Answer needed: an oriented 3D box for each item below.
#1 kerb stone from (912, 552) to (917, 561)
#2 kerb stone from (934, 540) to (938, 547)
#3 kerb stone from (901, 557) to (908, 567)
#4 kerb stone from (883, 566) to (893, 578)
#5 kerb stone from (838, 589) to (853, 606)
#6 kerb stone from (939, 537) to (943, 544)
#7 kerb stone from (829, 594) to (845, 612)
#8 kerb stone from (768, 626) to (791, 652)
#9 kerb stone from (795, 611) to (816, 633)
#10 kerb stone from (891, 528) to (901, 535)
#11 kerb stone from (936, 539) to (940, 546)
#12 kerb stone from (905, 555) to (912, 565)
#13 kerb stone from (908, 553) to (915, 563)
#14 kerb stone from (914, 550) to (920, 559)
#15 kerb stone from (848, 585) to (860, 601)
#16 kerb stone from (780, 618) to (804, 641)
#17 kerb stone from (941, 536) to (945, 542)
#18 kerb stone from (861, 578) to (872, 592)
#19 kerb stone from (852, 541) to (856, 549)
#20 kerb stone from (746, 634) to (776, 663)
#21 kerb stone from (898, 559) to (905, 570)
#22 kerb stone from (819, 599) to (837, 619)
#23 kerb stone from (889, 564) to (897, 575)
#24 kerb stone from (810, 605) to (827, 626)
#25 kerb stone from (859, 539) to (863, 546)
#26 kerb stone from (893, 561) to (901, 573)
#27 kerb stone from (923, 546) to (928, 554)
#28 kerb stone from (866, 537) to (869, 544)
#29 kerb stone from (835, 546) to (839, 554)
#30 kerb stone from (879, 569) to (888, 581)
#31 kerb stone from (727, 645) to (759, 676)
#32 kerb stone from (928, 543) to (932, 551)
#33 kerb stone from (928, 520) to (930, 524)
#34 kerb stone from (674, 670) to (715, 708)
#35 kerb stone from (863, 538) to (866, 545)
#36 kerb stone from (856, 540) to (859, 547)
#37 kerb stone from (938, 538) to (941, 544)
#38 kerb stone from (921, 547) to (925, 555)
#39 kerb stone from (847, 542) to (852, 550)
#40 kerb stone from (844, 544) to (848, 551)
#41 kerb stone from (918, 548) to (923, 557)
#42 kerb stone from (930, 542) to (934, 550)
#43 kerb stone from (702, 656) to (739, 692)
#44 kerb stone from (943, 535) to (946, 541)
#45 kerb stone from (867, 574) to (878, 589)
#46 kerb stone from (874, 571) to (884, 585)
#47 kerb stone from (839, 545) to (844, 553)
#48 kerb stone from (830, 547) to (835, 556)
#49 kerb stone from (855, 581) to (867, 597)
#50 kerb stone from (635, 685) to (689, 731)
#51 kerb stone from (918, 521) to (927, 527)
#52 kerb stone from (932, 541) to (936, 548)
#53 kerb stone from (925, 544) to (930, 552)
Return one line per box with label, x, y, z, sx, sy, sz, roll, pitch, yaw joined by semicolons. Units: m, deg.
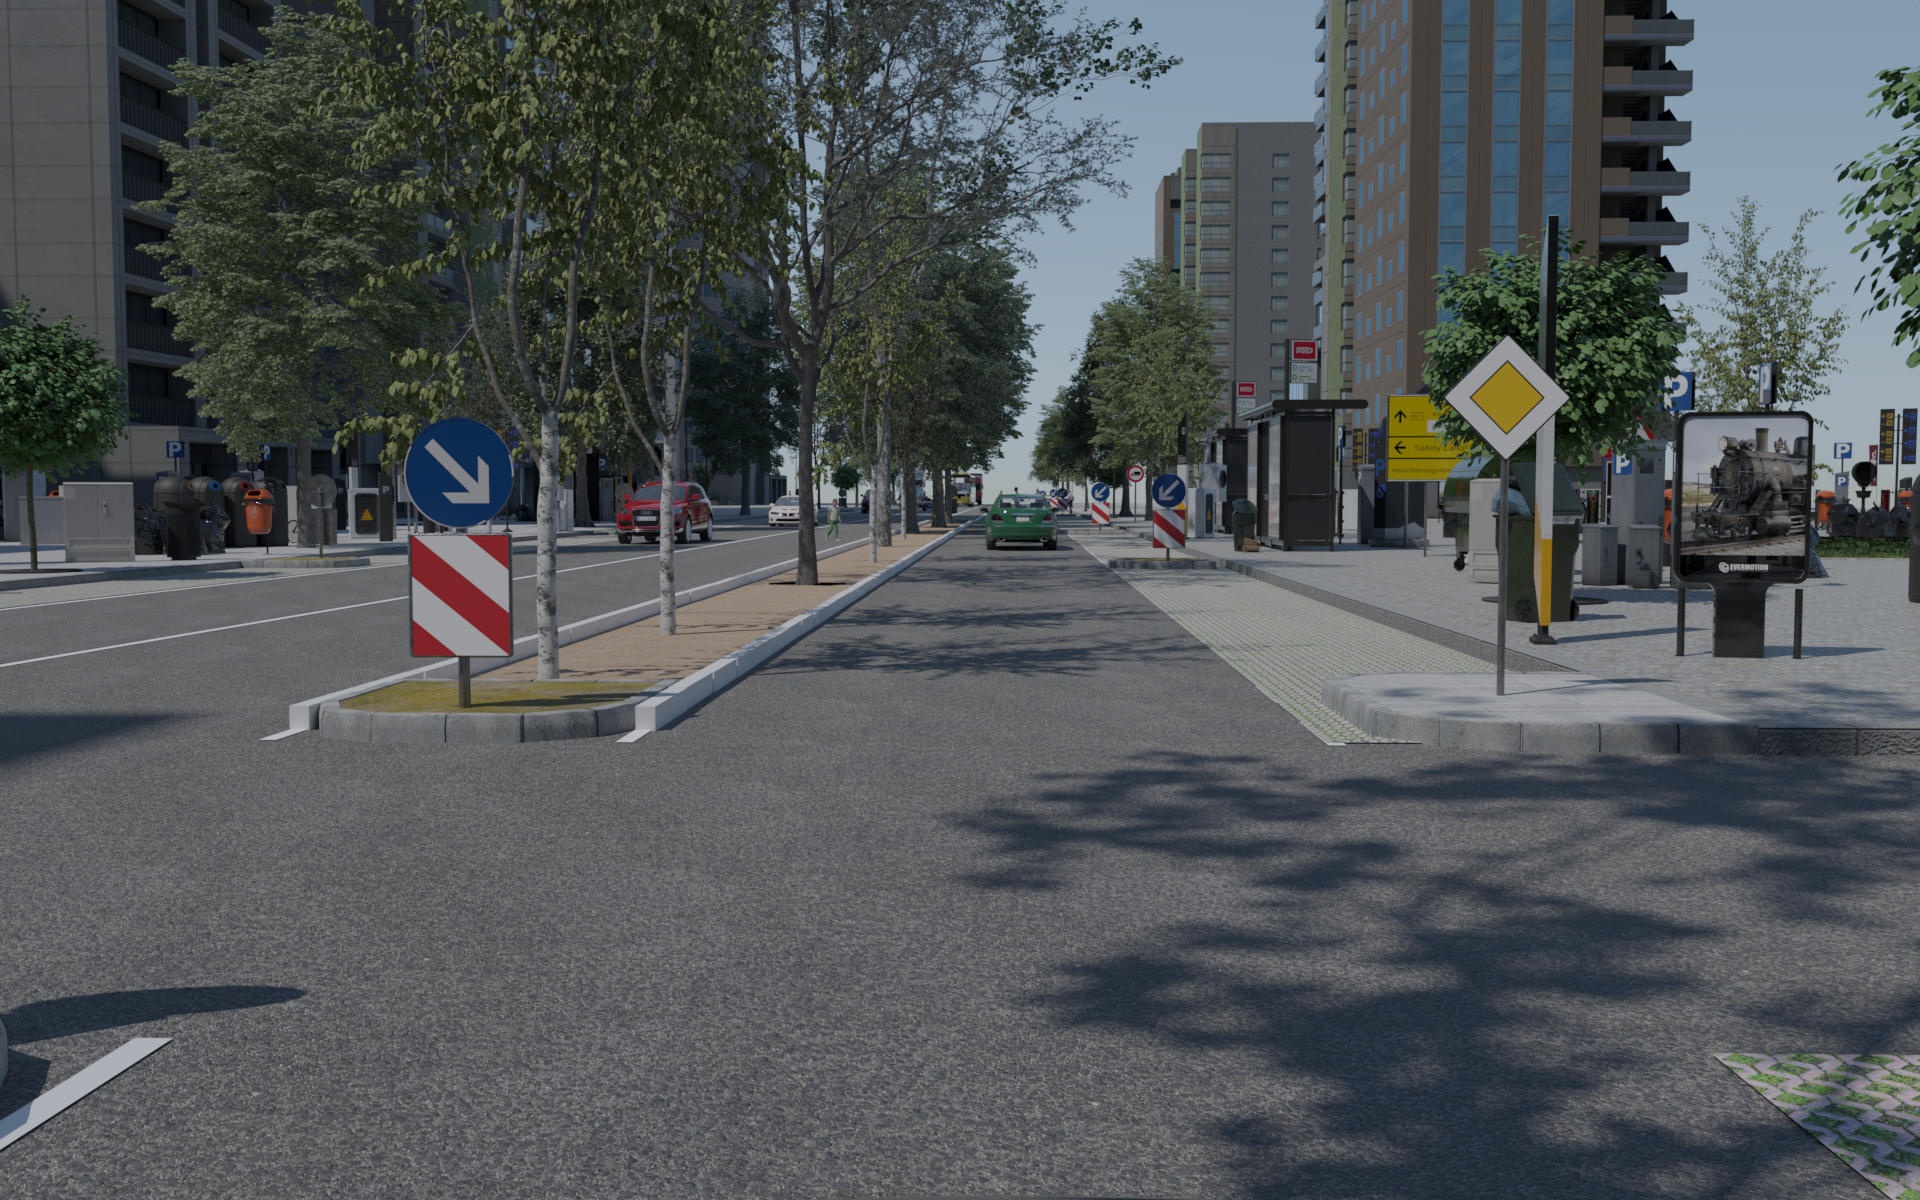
kerb stone;-1.043;-0.878;36.557;0.120;0.150;1.000;0;4;2
kerb stone;-0.735;-1.439;45.774;0.120;0.150;1.000;0;4;2
kerb stone;-1.138;-0.690;33.475;0.120;0.150;1.000;0;4;2
kerb stone;-1.282;-0.439;29.380;0.120;0.150;1.000;0;4;2
kerb stone;-1.517;-0.001;22.222;0.120;0.150;1.000;0;4;2
kerb stone;-0.631;-1.630;48.854;0.120;0.150;1.000;0;4;2
kerb stone;-1.548;0.061;21.201;0.120;0.150;1.000;0;4;2
kerb stone;-1.718;0.381;16.085;0.120;0.150;1.000;0;4;2
kerb stone;-1.649;0.249;18.131;0.120;0.150;1.000;0;4;2
kerb stone;-2.292;-2.448;62.216;0.120;0.150;1.000;0;4;2
kerb stone;-0.703;-1.499;46.796;0.120;0.150;1.000;0;4;2
kerb stone;-1.104;-0.752;34.497;0.120;0.150;1.000;0;4;2
kerb stone;-1.068;-0.815;35.529;0.120;0.150;1.000;0;4;2
kerb stone;-1.008;-0.941;37.579;0.120;0.150;1.000;0;4;2
kerb stone;-1.479;-0.060;23.244;0.120;0.150;1.000;0;4;2
kerb stone;-1.690;0.314;17.110;0.120;0.150;1.000;0;4;2
kerb stone;-0.592;-1.693;49.884;0.120;0.150;1.000;0;4;2
kerb stone;-1.419;-0.190;25.294;0.120;0.150;1.000;0;4;2
kerb stone;-2.870;-1.383;44.808;0.120;0.150;1.000;0;4;2
kerb stone;-1.752;0.437;15.052;0.120;0.150;1.000;0;4;2
kerb stone;-1.167;-0.625;32.448;0.120;0.150;1.000;0;4;2
kerb stone;-1.576;0.126;20.174;0.120;0.150;1.000;0;4;2
kerb stone;-1.240;-0.500;30.401;0.120;0.150;1.000;0;4;2
kerb stone;-1.610;0.195;19.153;0.120;0.150;1.000;0;4;2
kerb stone;-2.797;-1.505;46.852;0.120;0.150;1.000;0;4;2
kerb stone;-1.207;-0.563;31.427;0.120;0.150;1.000;0;4;2
kerb stone;-0.907;-1.124;40.657;0.120;0.150;1.000;0;4;2
kerb stone;-2.729;-1.633;48.895;0.120;0.150;1.000;0;4;2
kerb stone;-3.009;-1.132;40.707;0.120;0.150;1.000;0;4;2
kerb stone;-1.316;-0.377;28.358;0.120;0.150;1.000;0;4;2
kerb stone;-1.780;0.500;14.028;0.120;0.150;1.000;0;4;2
kerb stone;-0.837;-1.255;42.707;0.120;0.150;1.000;0;4;2
kerb stone;-1.642;-3.639;81.695;0.120;0.150;1.000;0;4;2
kerb stone;-1.858;0.625;11.981;0.120;0.150;1.000;0;4;2
kerb stone;-2.765;-1.570;47.873;0.120;0.150;1.000;0;4;2
kerb stone;-2.836;-1.446;45.830;0.120;0.150;1.000;0;4;2
kerb stone;-0.663;-1.565;47.829;0.120;0.150;1.000;0;4;2
kerb stone;-0.937;-1.066;39.627;0.120;0.150;1.000;0;4;2
kerb stone;-2.907;-1.319;43.780;0.120;0.150;1.000;0;4;2
kerb stone;-2.935;-1.253;42.757;0.120;0.150;1.000;0;4;2
kerb stone;-0.977;-1.004;38.603;0.120;0.150;1.000;0;4;2
kerb stone;-0.808;-1.317;43.732;0.120;0.150;1.000;0;4;2
kerb stone;-1.818;0.562;13.002;0.120;0.150;1.000;0;4;2
kerb stone;-0.561;-1.754;50.914;0.120;0.150;1.000;0;4;2
kerb stone;-1.381;-0.251;26.316;0.120;0.150;1.000;0;4;2
kerb stone;-1.341;-0.314;27.337;0.120;0.150;1.000;0;4;2
kerb stone;-2.974;-1.190;41.728;0.120;0.150;1.000;0;4;2
kerb stone;-3.031;-1.070;39.685;0.120;0.150;1.000;0;4;2
kerb stone;-1.444;-0.127;24.272;0.120;0.150;1.000;0;4;2
kerb stone;-1.884;0.687;10.959;0.120;0.150;1.000;0;4;2
kerb stone;-1.716;-3.514;79.646;0.120;0.150;1.000;0;4;2
kerb stone;-0.770;-1.377;44.753;0.120;0.150;1.000;0;4;2
kerb stone;-0.867;-1.192;41.686;0.120;0.150;1.000;0;4;2
